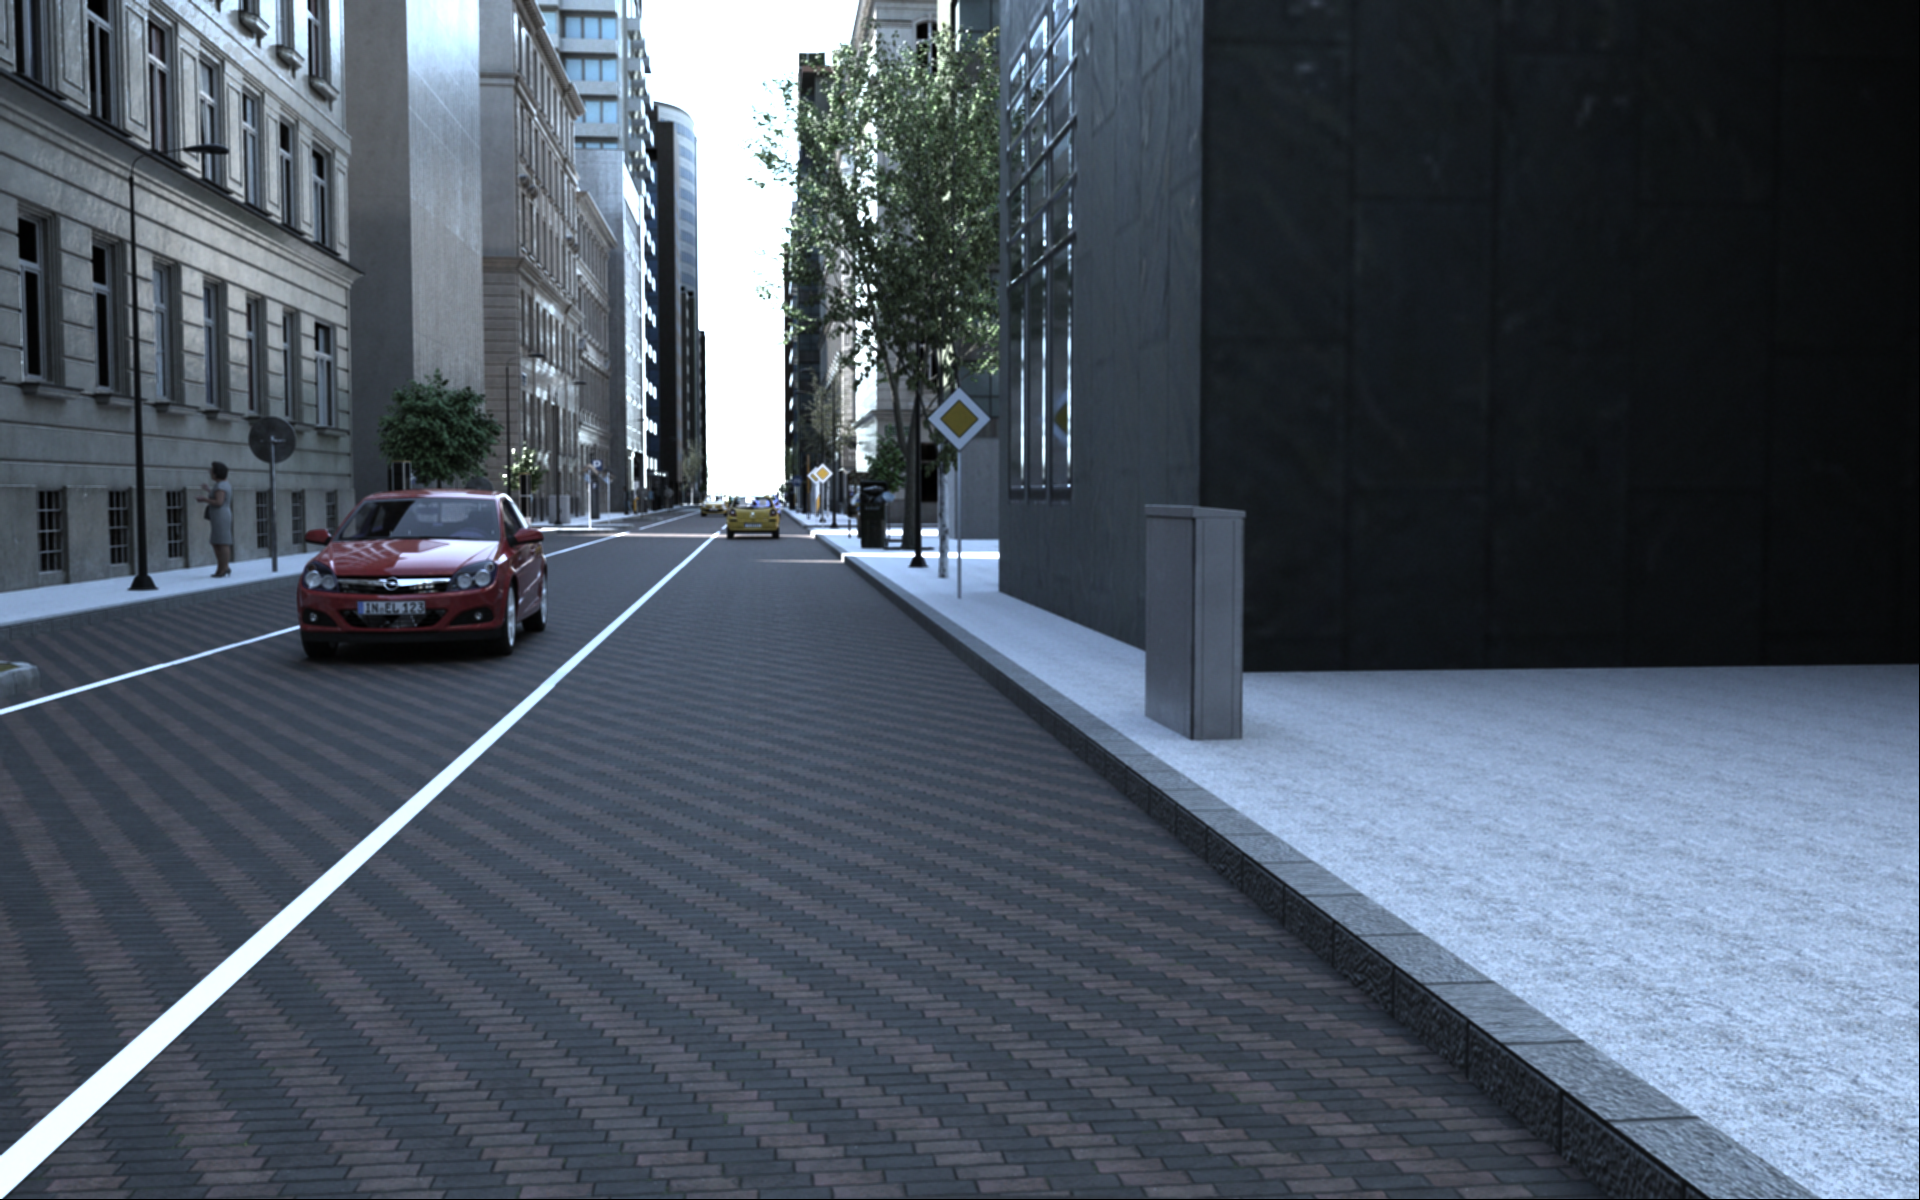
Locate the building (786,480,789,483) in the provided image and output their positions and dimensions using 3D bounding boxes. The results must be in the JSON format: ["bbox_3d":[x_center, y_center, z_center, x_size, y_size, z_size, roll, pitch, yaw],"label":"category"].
[{"bbox_3d":[-13.894,-38.940,256.284,23.786,49.044,30.456,0,4,-7],"label":"building"}]

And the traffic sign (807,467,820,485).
[{"bbox_3d":[-6.012,-4.309,72.638,0.795,2.593,0.064,0,4,-7],"label":"traffic sign"}]

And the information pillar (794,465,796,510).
[{"bbox_3d":[-13.297,-9.041,139.169,0.183,3.616,0.504,0,4,-5],"label":"information pillar"}]

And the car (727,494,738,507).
[{"bbox_3d":[-25.900,-11.676,199.692,1.959,1.807,4.718,-1,4,-8],"label":"car"}]

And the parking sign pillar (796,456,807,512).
[{"bbox_3d":[-10.894,-8.197,122.493,1.447,3.967,1.447,-1,4,-10],"label":"parking sign pillar"}]

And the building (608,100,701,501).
[{"bbox_3d":[-49.712,-43.693,256.386,21.231,58.520,28.212,0,4,-7],"label":"building"}]

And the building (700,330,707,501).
[{"bbox_3d":[-50.121,-31.887,293.053,14.160,30.474,14.107,0,4,-7],"label":"building"}]

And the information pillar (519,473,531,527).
[{"bbox_3d":[-15.513,-3.507,61.829,0.304,2.012,0.304,1,4,9],"label":"information pillar"}]

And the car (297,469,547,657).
[{"bbox_3d":[-5.051,-0.465,16.638,2.155,1.783,4.494,0,4,-8],"label":"car"}]

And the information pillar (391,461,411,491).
[{"bbox_3d":[-12.360,-2.072,38.375,0.304,2.012,0.304,1,4,13],"label":"information pillar"}]

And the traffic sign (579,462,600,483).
[{"bbox_3d":[-13.643,-3.765,63.749,0.795,2.593,0.064,0,4,-7],"label":"traffic sign"}]

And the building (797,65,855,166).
[{"bbox_3d":[-5.377,-31.983,177.552,22.147,44.769,28.867,0,4,-7],"label":"building"}]

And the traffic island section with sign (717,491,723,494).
[{"bbox_3d":[-38.457,-16.581,279.733,1.989,1.847,2.006,0,4,-7],"label":"traffic island section with sign"}]

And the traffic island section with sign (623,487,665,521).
[{"bbox_3d":[-17.029,-5.161,93.013,1.989,1.847,2.006,0,4,-7],"label":"traffic island section with sign"}]

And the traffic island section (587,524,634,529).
[{"bbox_3d":[-14.576,-3.025,71.746,2.009,0.180,2.903,0,4,-7],"label":"traffic island section"}]

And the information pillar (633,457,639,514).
[{"bbox_3d":[-20.423,-7.209,109.228,0.183,3.616,0.504,2,4,28],"label":"information pillar"}]

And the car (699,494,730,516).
[{"bbox_3d":[-15.907,-6.255,112.495,2.015,1.641,3.980,0,4,-5],"label":"car"}]

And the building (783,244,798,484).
[{"bbox_3d":[-23.522,-39.706,299.301,14.600,45.320,14.200,0,4,-7],"label":"building"}]

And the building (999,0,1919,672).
[{"bbox_3d":[13.363,-42.411,6.094,22.319,86.520,31.000,0,4,-7],"label":"building"}]

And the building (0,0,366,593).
[{"bbox_3d":[-20.289,-11.818,26.506,16.112,22.955,30.059,0,4,-7],"label":"building"}]

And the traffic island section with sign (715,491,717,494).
[{"bbox_3d":[-29.068,-11.579,197.936,1.989,1.847,2.006,0,4,-7],"label":"traffic island section with sign"}]

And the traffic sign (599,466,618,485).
[{"bbox_3d":[-14.553,-4.250,71.682,0.795,2.593,0.064,0,4,-7],"label":"traffic sign"}]

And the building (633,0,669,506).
[{"bbox_3d":[-42.027,-45.651,184.650,20.563,71.187,20.611,0,4,-7],"label":"building"}]

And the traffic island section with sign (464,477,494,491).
[{"bbox_3d":[-10.834,-1.857,38.998,1.989,1.847,2.006,0,4,-7],"label":"traffic island section with sign"}]

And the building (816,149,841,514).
[{"bbox_3d":[-1.576,-21.408,126.431,17.030,29.872,44.131,0,4,-7],"label":"building"}]

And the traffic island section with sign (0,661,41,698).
[{"bbox_3d":[-7.747,-0.220,12.219,1.989,1.847,2.006,0,4,-7],"label":"traffic island section with sign"}]

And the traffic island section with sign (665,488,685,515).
[{"bbox_3d":[-20.144,-6.822,120.163,1.989,1.847,2.006,0,4,-7],"label":"traffic island section with sign"}]

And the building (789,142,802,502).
[{"bbox_3d":[-8.025,-35.969,207.698,23.786,49.044,30.456,0,4,-7],"label":"building"}]

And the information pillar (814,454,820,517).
[{"bbox_3d":[-8.145,-6.579,98.923,0.183,3.616,0.504,1,4,18],"label":"information pillar"}]

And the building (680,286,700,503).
[{"bbox_3d":[-43.342,-28.418,236.334,14.160,30.474,14.107,0,4,-7],"label":"building"}]

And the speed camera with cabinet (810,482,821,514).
[{"bbox_3d":[-9.354,-7.234,112.611,0.660,3.252,2.038,0,4,-1],"label":"speed camera with cabinet"}]

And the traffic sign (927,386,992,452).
[{"bbox_3d":[0.011,-1.313,21.204,0.795,2.593,0.064,0,4,-3],"label":"traffic sign"}]

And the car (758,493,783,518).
[{"bbox_3d":[-11.514,-5.706,102.891,1.945,1.707,3.694,0,4,-6],"label":"car"}]

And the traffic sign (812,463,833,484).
[{"bbox_3d":[-5.102,-3.824,64.705,0.795,2.593,0.064,0,4,-7],"label":"traffic sign"}]

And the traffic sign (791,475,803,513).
[{"bbox_3d":[-10.946,-7.117,116.467,0.768,2.556,0.104,0,4,-2],"label":"traffic sign"}]

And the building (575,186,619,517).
[{"bbox_3d":[-27.655,-16.540,106.583,11.583,22.565,21.152,0,4,-7],"label":"building"}]

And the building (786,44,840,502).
[{"bbox_3d":[-18.141,-51.530,280.774,20.563,71.187,20.611,0,4,-7],"label":"building"}]

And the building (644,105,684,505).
[{"bbox_3d":[-40.036,-33.829,203.220,14.600,45.320,14.200,0,4,-7],"label":"building"}]

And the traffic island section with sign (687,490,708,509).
[{"bbox_3d":[-25.997,-9.941,171.156,1.989,1.847,2.006,0,4,-7],"label":"traffic island section with sign"}]

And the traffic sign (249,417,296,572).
[{"bbox_3d":[-11.312,-1.738,28.515,0.768,2.556,0.104,0,4,-3],"label":"traffic sign"}]

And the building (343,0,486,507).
[{"bbox_3d":[-30.856,-14.317,53.150,30.058,24.678,14.314,0,4,-7],"label":"building"}]

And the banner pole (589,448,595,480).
[{"bbox_3d":[-19.832,-6.333,93.558,0.401,3.779,0.863,-3,4,-36],"label":"banner pole"}]

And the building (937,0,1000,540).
[{"bbox_3d":[6.049,-17.353,55.427,14.160,30.474,14.107,0,4,-7],"label":"building"}]

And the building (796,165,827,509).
[{"bbox_3d":[-7.619,-23.477,155.557,14.160,30.474,14.107,0,4,-7],"label":"building"}]

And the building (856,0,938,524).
[{"bbox_3d":[16.836,-18.783,83.513,44.131,29.872,17.030,0,4,-7],"label":"building"}]

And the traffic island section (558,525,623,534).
[{"bbox_3d":[-13.665,-2.540,63.813,2.009,0.180,2.903,0,4,-7],"label":"traffic island section"}]

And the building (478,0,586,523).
[{"bbox_3d":[-25.469,-17.504,83.452,12.463,27.353,25.104,0,4,-7],"label":"building"}]

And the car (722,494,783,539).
[{"bbox_3d":[-6.825,-2.866,57.086,2.015,1.641,3.980,0,4,-7],"label":"car"}]

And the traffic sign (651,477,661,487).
[{"bbox_3d":[-23.249,-8.103,132.590,0.768,2.556,0.104,0,4,2],"label":"traffic sign"}]

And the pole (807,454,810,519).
[{"bbox_3d":[-7.810,-5.835,89.248,0.158,3.312,0.155,0,3,0],"label":"pole"}]

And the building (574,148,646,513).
[{"bbox_3d":[-30.102,-18.973,128.224,12.078,24.808,19.932,0,4,-7],"label":"building"}]

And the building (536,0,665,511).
[{"bbox_3d":[-39.874,-33.014,159.395,23.786,49.044,30.456,0,4,-7],"label":"building"}]
